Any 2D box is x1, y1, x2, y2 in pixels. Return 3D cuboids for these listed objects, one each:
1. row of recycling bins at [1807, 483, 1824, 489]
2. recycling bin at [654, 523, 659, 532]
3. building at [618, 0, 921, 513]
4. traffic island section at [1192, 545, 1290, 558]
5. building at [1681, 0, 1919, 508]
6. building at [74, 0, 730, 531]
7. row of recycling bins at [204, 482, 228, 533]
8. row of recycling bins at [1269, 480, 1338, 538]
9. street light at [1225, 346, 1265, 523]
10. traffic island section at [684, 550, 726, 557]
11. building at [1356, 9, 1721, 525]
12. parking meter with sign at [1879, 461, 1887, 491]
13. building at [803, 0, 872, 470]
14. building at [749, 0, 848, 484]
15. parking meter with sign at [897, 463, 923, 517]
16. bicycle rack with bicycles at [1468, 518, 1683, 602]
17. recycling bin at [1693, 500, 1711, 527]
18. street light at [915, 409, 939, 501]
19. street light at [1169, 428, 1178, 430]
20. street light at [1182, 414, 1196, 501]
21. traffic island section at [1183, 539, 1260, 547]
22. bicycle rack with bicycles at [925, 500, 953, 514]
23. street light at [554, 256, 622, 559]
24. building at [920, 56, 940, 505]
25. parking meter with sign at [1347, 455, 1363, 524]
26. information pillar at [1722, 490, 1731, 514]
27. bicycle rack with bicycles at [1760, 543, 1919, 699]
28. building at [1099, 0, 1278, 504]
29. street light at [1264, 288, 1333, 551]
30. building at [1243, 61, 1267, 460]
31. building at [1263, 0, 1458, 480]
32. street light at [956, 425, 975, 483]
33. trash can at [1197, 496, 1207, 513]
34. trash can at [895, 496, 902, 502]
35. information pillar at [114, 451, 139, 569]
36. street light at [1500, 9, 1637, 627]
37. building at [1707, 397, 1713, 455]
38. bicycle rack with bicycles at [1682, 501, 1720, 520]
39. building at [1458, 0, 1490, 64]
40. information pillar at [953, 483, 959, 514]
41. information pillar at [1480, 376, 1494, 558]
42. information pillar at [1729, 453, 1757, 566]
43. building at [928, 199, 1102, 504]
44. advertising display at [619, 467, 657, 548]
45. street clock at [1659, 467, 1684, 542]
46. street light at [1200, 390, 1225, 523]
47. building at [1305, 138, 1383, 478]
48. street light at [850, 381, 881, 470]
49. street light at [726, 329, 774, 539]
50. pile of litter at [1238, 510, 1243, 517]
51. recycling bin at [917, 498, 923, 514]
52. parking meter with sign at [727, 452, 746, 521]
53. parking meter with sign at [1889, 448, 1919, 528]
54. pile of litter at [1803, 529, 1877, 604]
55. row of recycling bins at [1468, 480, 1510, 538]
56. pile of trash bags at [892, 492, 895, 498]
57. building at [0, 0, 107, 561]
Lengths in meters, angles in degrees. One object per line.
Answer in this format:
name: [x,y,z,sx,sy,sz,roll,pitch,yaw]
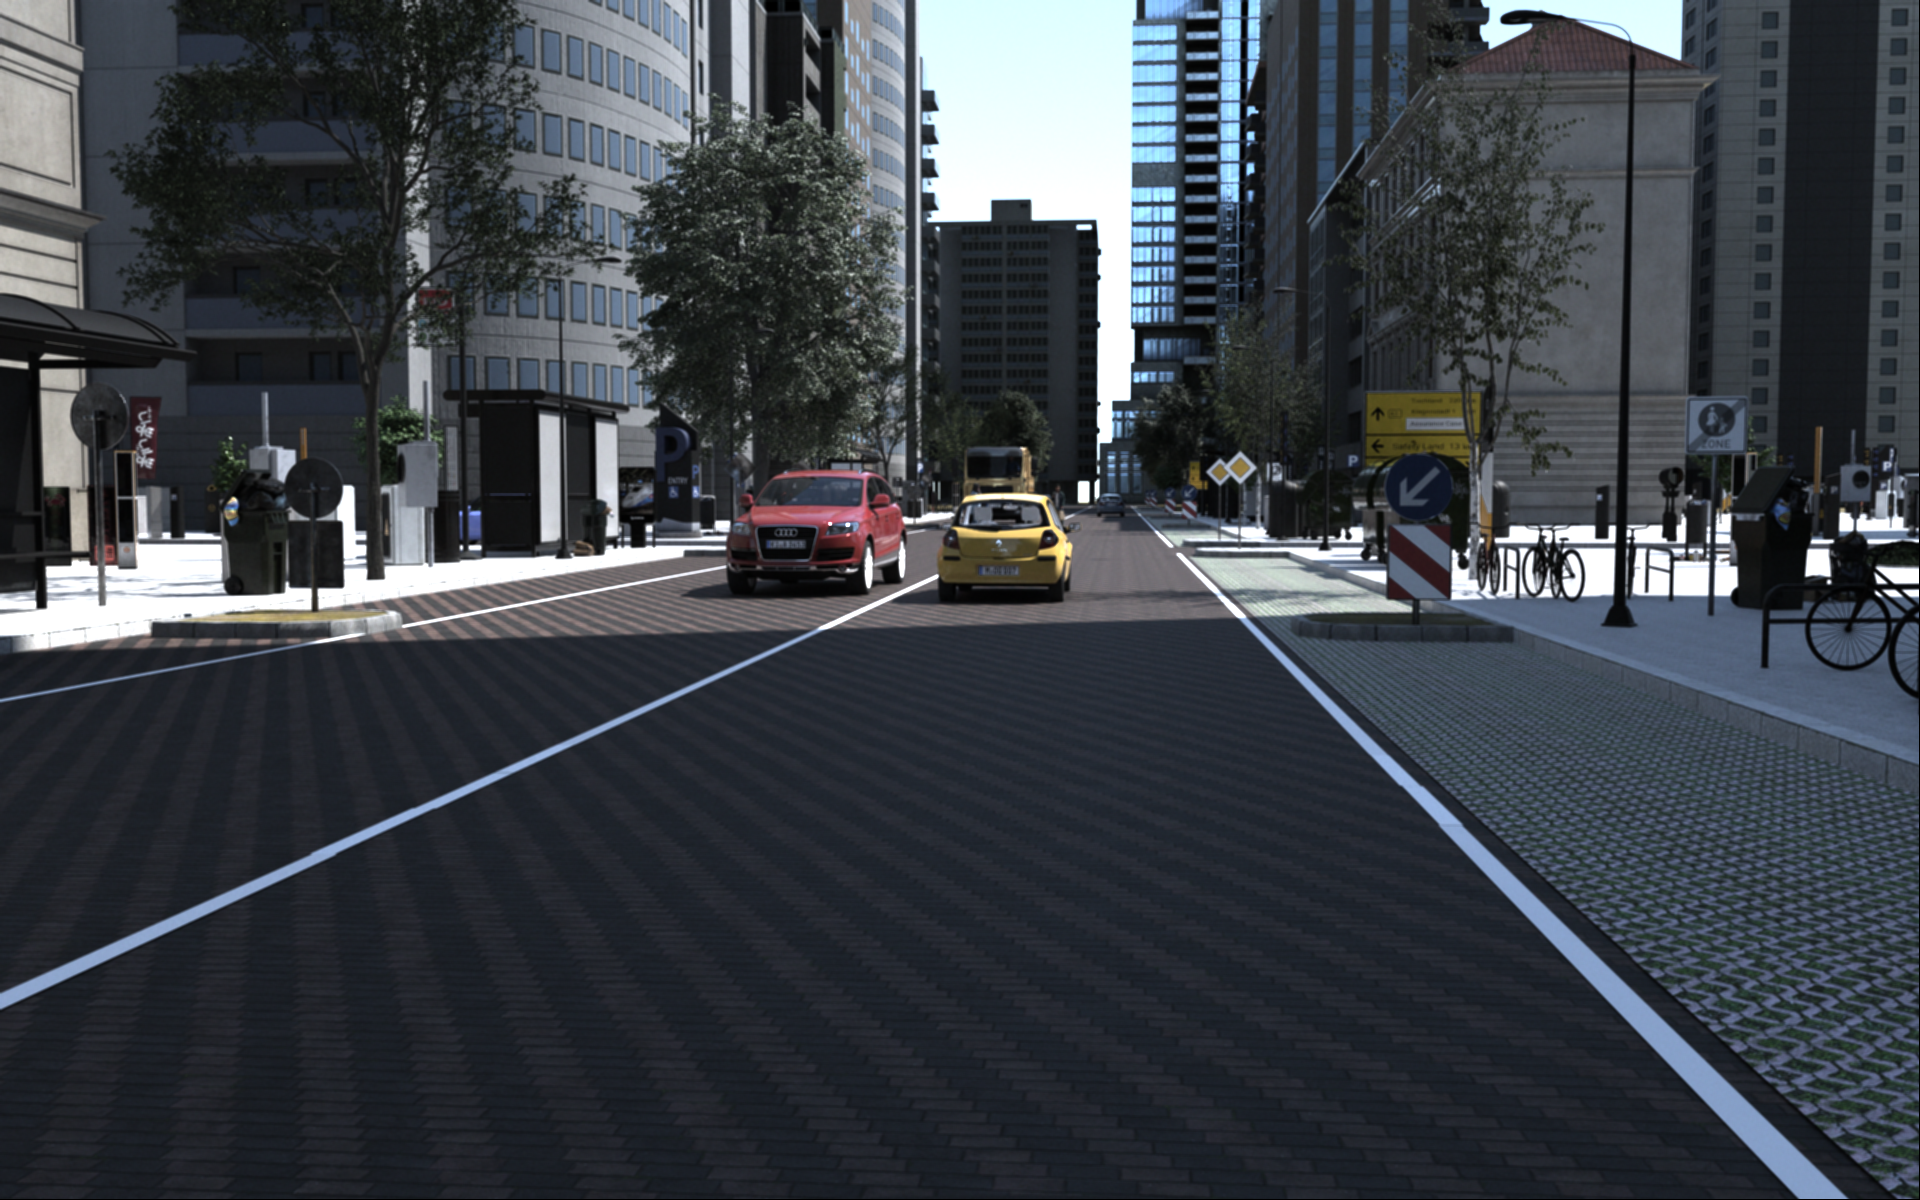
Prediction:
row of recycling bins: [39.497,-4.441,79.730,1.069,1.692,3.534,1,4,18]
recycling bin: [-9.553,-2.709,56.851,0.722,1.027,0.722,2,4,27]
building: [-15.501,-37.395,153.410,21.231,58.520,28.212,0,4,5]
traffic island section: [6.469,-1.083,39.981,2.009,0.180,2.903,0,4,5]
building: [83.007,-44.956,173.288,20.611,71.187,20.563,0,4,5]
building: [-22.159,-32.443,72.450,21.231,58.520,28.212,0,4,5]
row of recycling bins: [-23.502,-3.032,56.686,3.534,1.692,1.069,3,4,36]
row of recycling bins: [10.304,-2.734,51.806,1.069,1.692,3.534,3,5,39]
street light: [9.221,-5.004,54.361,1.470,5.913,1.316,0,4,5]
traffic island section: [-5.222,-1.148,41.056,2.009,0.180,2.903,0,4,5]
building: [25.732,-14.969,80.902,11.583,22.565,21.152,0,4,5]
parking meter with sign: [48.548,-5.793,90.981,0.543,3.016,1.738,3,4,37]
building: [-14.577,-29.463,131.834,14.600,45.320,14.200,0,4,5]
building: [-14.706,-20.251,102.802,14.160,30.474,14.107,0,4,5]
parking meter with sign: [-2.889,-6.202,97.667,1.738,3.016,0.543,3,5,41]
bicycle rack with bicycles: [7.707,-0.508,21.692,2.852,0.926,2.925,1,4,14]
recycling bin: [29.438,-3.427,68.580,0.722,1.027,0.722,2,4,29]
street light: [-1.820,-7.403,93.573,1.470,5.913,1.316,0,4,5]
street light: [15.486,-9.173,122.523,1.470,5.913,1.316,0,4,5]
street light: [13.542,-7.806,100.174,1.470,5.913,1.316,0,4,5]
traffic island section: [7.200,-1.569,47.933,2.009,0.180,2.903,0,4,5]
bicycle rack with bicycles: [-1.760,-5.991,111.328,2.852,0.926,2.925,1,4,21]
street light: [-7.301,-3.761,34.031,1.470,5.913,1.316,0,4,5]
building: [-17.743,-34.372,181.598,30.456,49.044,23.786,0,4,5]
parking meter with sign: [17.386,-4.881,76.059,0.543,3.016,1.738,0,4,3]
information pillar: [49.729,-7.398,112.316,0.504,3.616,0.183,0,4,5]
bicycle rack with bicycles: [7.085,0.092,11.874,2.925,0.926,2.852,0,4,-5]
building: [33.748,-55.666,222.816,31.000,86.520,22.319,0,4,5]
street light: [7.740,-4.072,39.112,1.470,5.913,1.316,0,4,5]
building: [39.980,-31.750,173.733,22.147,44.769,28.867,0,4,5]
building: [34.293,-30.692,151.918,14.600,45.320,14.200,0,4,5]
street light: [0.284,-8.826,116.839,1.470,5.913,1.316,0,4,5]
trash can: [16.561,-6.532,118.453,0.748,1.137,0.748,0,3,0]
trash can: [-3.815,-5.789,106.297,0.748,1.137,0.748,0,3,0]
information pillar: [-14.223,-1.534,29.570,0.304,2.012,0.304,-1,4,-18]
street light: [5.882,-2.704,16.745,1.470,5.913,1.316,0,4,5]
building: [78.541,-36.746,220.402,30.456,49.044,23.786,0,4,5]
bicycle rack with bicycles: [36.701,-4.534,87.505,2.852,0.926,2.925,0,4,3]
building: [32.971,-29.798,137.302,14.600,45.320,14.200,0,4,5]
information pillar: [-0.269,-6.648,113.186,0.304,2.012,0.304,3,4,38]
information pillar: [10.535,-2.645,34.607,0.183,3.616,0.504,0,4,-1]
information pillar: [13.959,-1.613,30.873,0.304,2.012,0.304,-2,4,-33]
building: [6.756,-32.972,230.972,23.993,40.220,32.217,0,4,5]
advertising display: [-7.681,-2.208,41.311,0.974,1.923,0.123,1,4,19]
street clock: [19.138,-2.565,46.504,0.471,2.002,0.358,-1,4,-11]
street light: [11.455,-6.410,77.347,1.470,5.913,1.316,0,4,5]
building: [29.948,-17.557,106.117,14.314,24.678,30.058,0,4,5]
street light: [-3.938,-6.037,71.240,1.470,5.913,1.316,0,4,5]
street light: [-5.923,-4.670,48.895,1.470,5.913,1.316,0,4,5]
pile of litter: [15.456,-5.125,97.763,1.176,0.858,1.719,-3,5,-40]
recycling bin: [-2.790,-5.813,107.600,0.722,1.027,0.722,3,4,36]
parking meter with sign: [-8.861,-4.465,69.260,0.543,3.016,1.738,-1,4,-18]
parking meter with sign: [36.011,-4.219,65.249,1.738,3.016,0.543,1,4,12]
pile of litter: [10.522,-0.434,21.062,1.719,0.858,1.176,-3,4,-37]
row of recycling bins: [15.493,-2.760,52.238,1.069,1.692,3.534,-1,4,-8]
pile of trash bags: [-4.205,-4.622,85.322,1.912,1.369,3.447,2,4,29]
building: [-31.746,-11.860,27.190,30.059,22.955,16.112,0,4,5]
